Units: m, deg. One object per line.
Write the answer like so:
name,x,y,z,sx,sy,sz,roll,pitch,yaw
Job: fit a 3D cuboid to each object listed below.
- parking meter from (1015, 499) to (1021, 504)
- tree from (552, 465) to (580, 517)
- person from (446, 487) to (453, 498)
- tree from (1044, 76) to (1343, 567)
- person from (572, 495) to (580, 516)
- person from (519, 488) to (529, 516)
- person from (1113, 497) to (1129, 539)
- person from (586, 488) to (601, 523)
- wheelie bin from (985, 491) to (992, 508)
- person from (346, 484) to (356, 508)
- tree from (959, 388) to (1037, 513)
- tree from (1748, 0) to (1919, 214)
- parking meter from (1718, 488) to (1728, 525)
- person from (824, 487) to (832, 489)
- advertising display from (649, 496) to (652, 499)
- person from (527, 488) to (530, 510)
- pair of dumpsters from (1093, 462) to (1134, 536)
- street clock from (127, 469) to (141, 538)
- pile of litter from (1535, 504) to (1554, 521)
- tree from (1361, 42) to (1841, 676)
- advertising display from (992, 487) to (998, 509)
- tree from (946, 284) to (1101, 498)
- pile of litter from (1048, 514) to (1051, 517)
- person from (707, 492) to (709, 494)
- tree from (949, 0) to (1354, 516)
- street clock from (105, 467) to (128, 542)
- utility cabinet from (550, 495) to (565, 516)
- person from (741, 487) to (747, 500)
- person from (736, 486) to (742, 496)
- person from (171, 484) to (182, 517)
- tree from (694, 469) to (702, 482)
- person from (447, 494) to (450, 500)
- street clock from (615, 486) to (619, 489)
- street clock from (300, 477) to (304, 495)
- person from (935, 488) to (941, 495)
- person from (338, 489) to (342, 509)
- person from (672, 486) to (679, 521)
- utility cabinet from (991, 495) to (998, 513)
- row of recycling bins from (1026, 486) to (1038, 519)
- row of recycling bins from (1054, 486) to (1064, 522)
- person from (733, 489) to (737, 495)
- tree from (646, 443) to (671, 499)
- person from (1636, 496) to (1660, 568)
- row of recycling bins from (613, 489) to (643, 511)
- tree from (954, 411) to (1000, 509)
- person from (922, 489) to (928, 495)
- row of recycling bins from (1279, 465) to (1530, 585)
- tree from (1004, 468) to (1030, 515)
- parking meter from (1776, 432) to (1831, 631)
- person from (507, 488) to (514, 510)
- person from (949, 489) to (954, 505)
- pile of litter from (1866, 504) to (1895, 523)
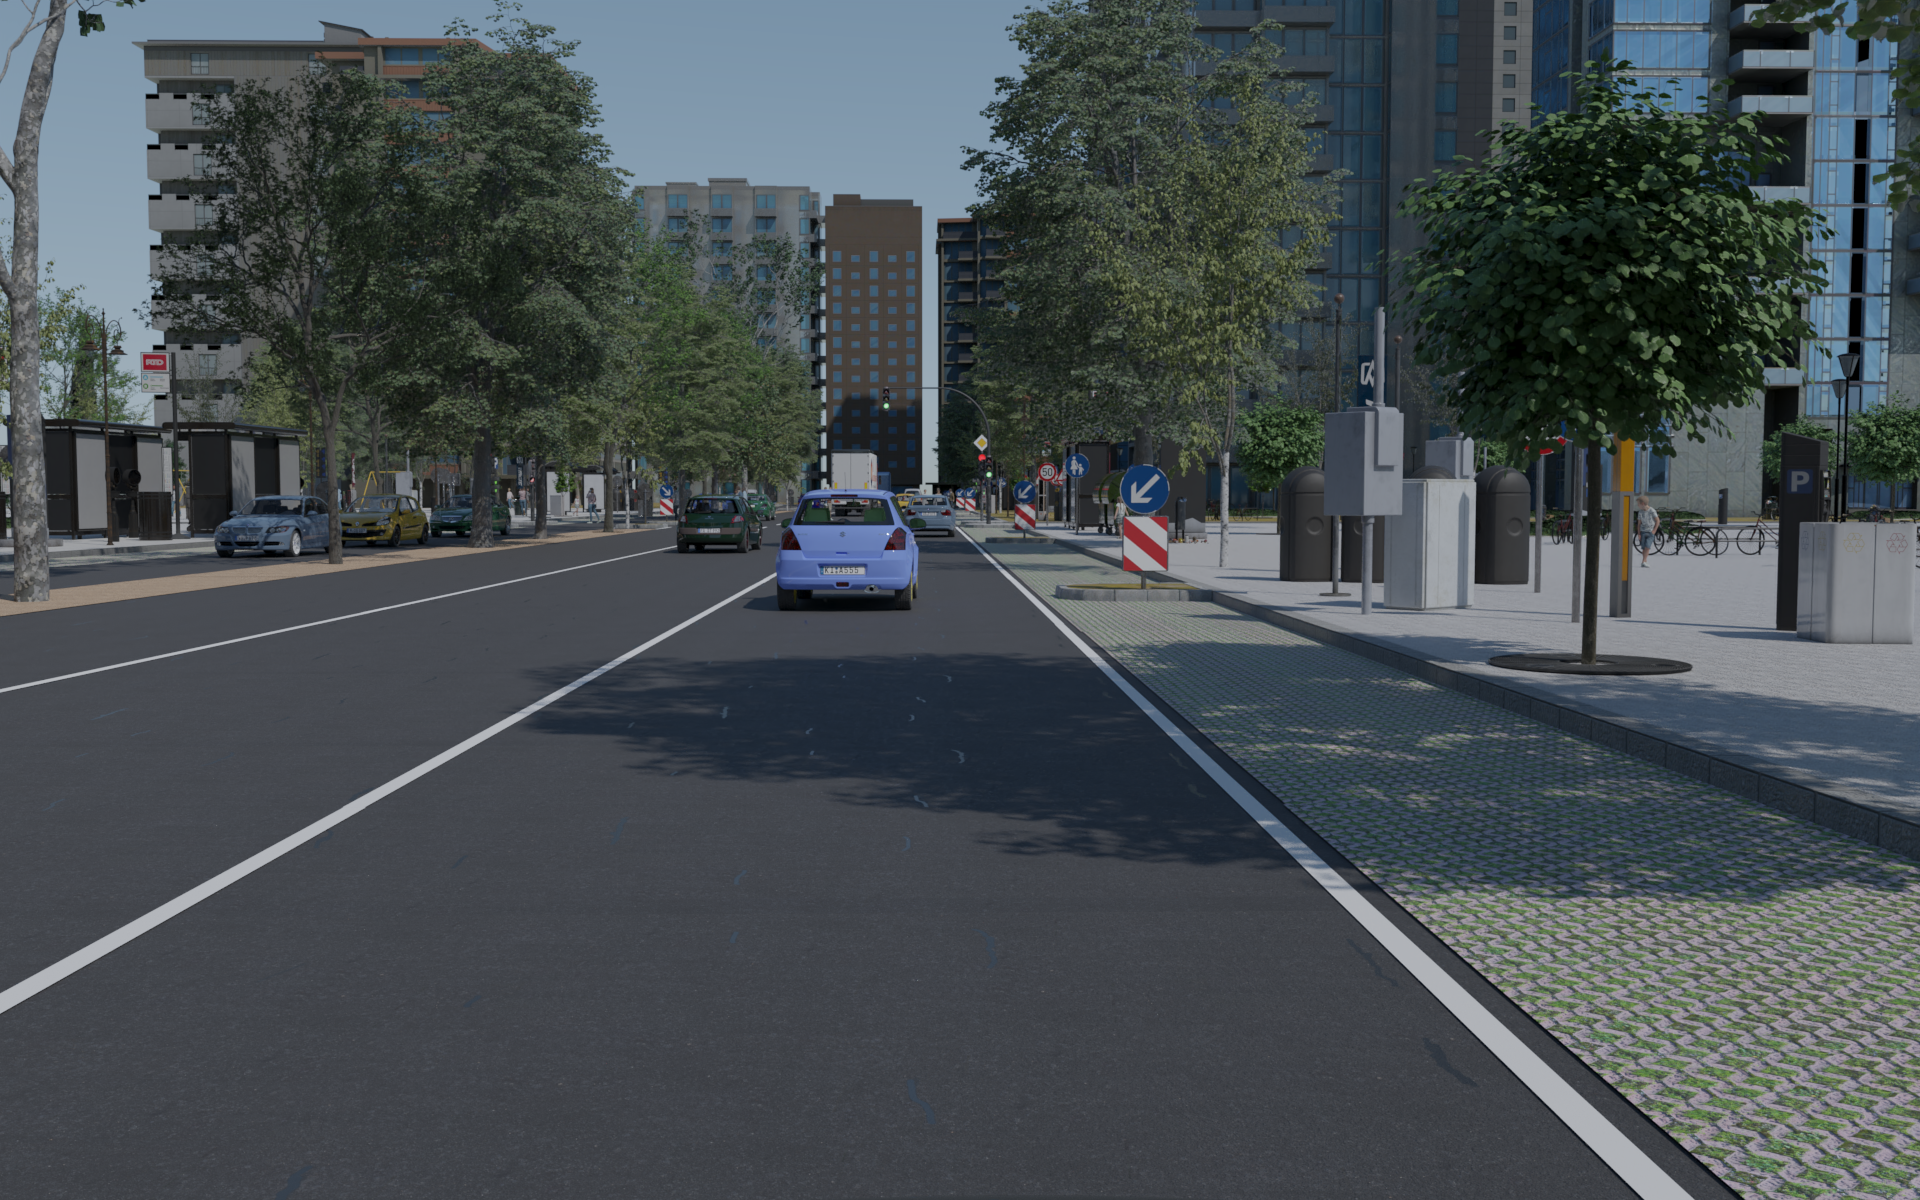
parking meter,3.497,-5.916,105.141,0.372,1.533,0.369,0,3,0
tree,-22.739,-6.374,98.819,1.663,3.219,1.824,0,3,0
person,-43.232,-8.631,146.516,0.474,1.900,0.648,0,4,-1
tree,4.409,-4.885,30.240,4.737,8.622,4.395,0,3,0
person,-22.319,-5.490,100.821,0.382,1.210,0.505,1,4,19
person,-25.508,-5.790,101.300,0.593,1.750,0.643,0,4,-8
person,4.606,-2.349,49.466,0.382,1.210,0.505,3,5,43
person,-17.989,-4.644,85.018,0.643,1.750,0.593,1,4,23
wheelie bin,2.527,-8.995,154.981,0.980,1.594,0.693,-1,4,-9
person,-31.519,-5.112,89.811,0.728,1.800,0.709,1,4,15
tree,2.862,-10.187,116.926,4.360,8.622,3.978,0,3,0
tree,5.747,-5.351,5.618,7.486,12.596,7.792,0,3,0
parking meter,32.129,-3.946,72.925,0.372,1.533,0.369,0,3,0
person,-7.242,-5.276,94.731,0.580,1.828,0.573,-3,5,-39
advertising display,-24.536,-8.086,137.422,0.123,1.923,0.974,-1,4,-16
person,-35.376,-8.288,141.727,0.466,1.800,0.511,0,4,4
pair of dumpsters,5.173,-3.184,54.557,1.574,2.255,4.437,0,4,-1
street clock,-24.131,-2.810,50.515,0.358,2.002,0.471,2,4,23
pile of litter,27.991,-4.195,82.550,1.176,0.858,1.719,3,5,42
tree,4.613,-1.780,12.822,4.285,4.588,4.351,0,3,0
advertising display,3.065,-8.913,150.940,0.123,1.923,0.974,2,4,27
tree,3.934,-10.591,91.294,7.486,12.596,7.792,0,3,0
pile of litter,4.533,-5.089,97.170,1.176,0.858,1.719,1,4,11
person,-14.091,-5.338,95.873,0.635,1.810,0.391,3,5,42
tree,4.428,-8.247,41.498,9.857,13.997,8.962,0,3,0
street clock,-22.666,-2.557,46.378,0.358,2.002,0.471,0,4,-5
utility cabinet,-24.178,-5.680,104.022,1.020,1.237,0.306,3,4,37
person,-10.753,-4.750,86.425,0.793,1.790,0.793,-3,5,-43
person,-10.315,-4.437,81.063,0.654,1.822,0.581,-1,4,-12
person,-43.682,-5.533,96.492,0.794,1.824,0.713,2,4,27
tree,-24.919,-15.135,154.107,9.857,13.997,8.962,0,3,0
person,-39.783,-7.597,134.923,0.362,1.253,0.373,0,4,2
street clock,-27.861,-8.322,140.638,0.358,2.002,0.471,-2,4,-26
street clock,-28.108,-4.221,73.582,0.471,2.002,0.358,-3,5,-39
person,-1.063,-4.814,87.958,0.760,1.731,0.466,2,4,24
person,-34.444,-5.471,95.763,0.793,1.790,0.793,2,4,35
person,-14.176,-4.803,86.880,0.795,1.843,0.661,2,4,29
utility cabinet,2.049,-6.459,116.766,0.306,1.237,1.020,-1,4,-22
row of recycling bins,3.866,-5.030,89.347,1.069,1.692,3.534,0,4,0
row of recycling bins,5.588,-4.952,88.084,1.069,1.692,3.534,0,4,7
person,-16.286,-7.142,125.621,0.721,1.781,0.623,2,4,25
tree,-24.914,-12.004,146.620,4.360,8.622,3.978,0,3,0
person,12.032,-1.199,30.327,0.352,1.250,0.332,0,4,-8
row of recycling bins,-24.979,-7.531,130.246,1.069,1.692,3.534,2,4,33
tree,1.830,-11.947,145.698,4.737,8.622,4.395,0,3,0
person,-2.353,-6.672,118.151,0.480,1.755,0.524,-2,4,-35
row of recycling bins,6.422,-1.103,25.144,3.534,1.692,1.069,1,4,16
tree,3.565,-6.827,106.230,1.663,3.219,1.824,0,3,0
parking meter,7.893,-0.641,16.196,0.399,1.863,0.255,3,5,42
person,-35.348,-7.941,136.550,0.598,1.740,0.731,1,4,12
person,-0.699,-7.886,137.354,0.656,1.842,0.836,2,4,27
pile of litter,38.456,-3.565,72.255,1.719,0.858,1.176,-2,4,-34
